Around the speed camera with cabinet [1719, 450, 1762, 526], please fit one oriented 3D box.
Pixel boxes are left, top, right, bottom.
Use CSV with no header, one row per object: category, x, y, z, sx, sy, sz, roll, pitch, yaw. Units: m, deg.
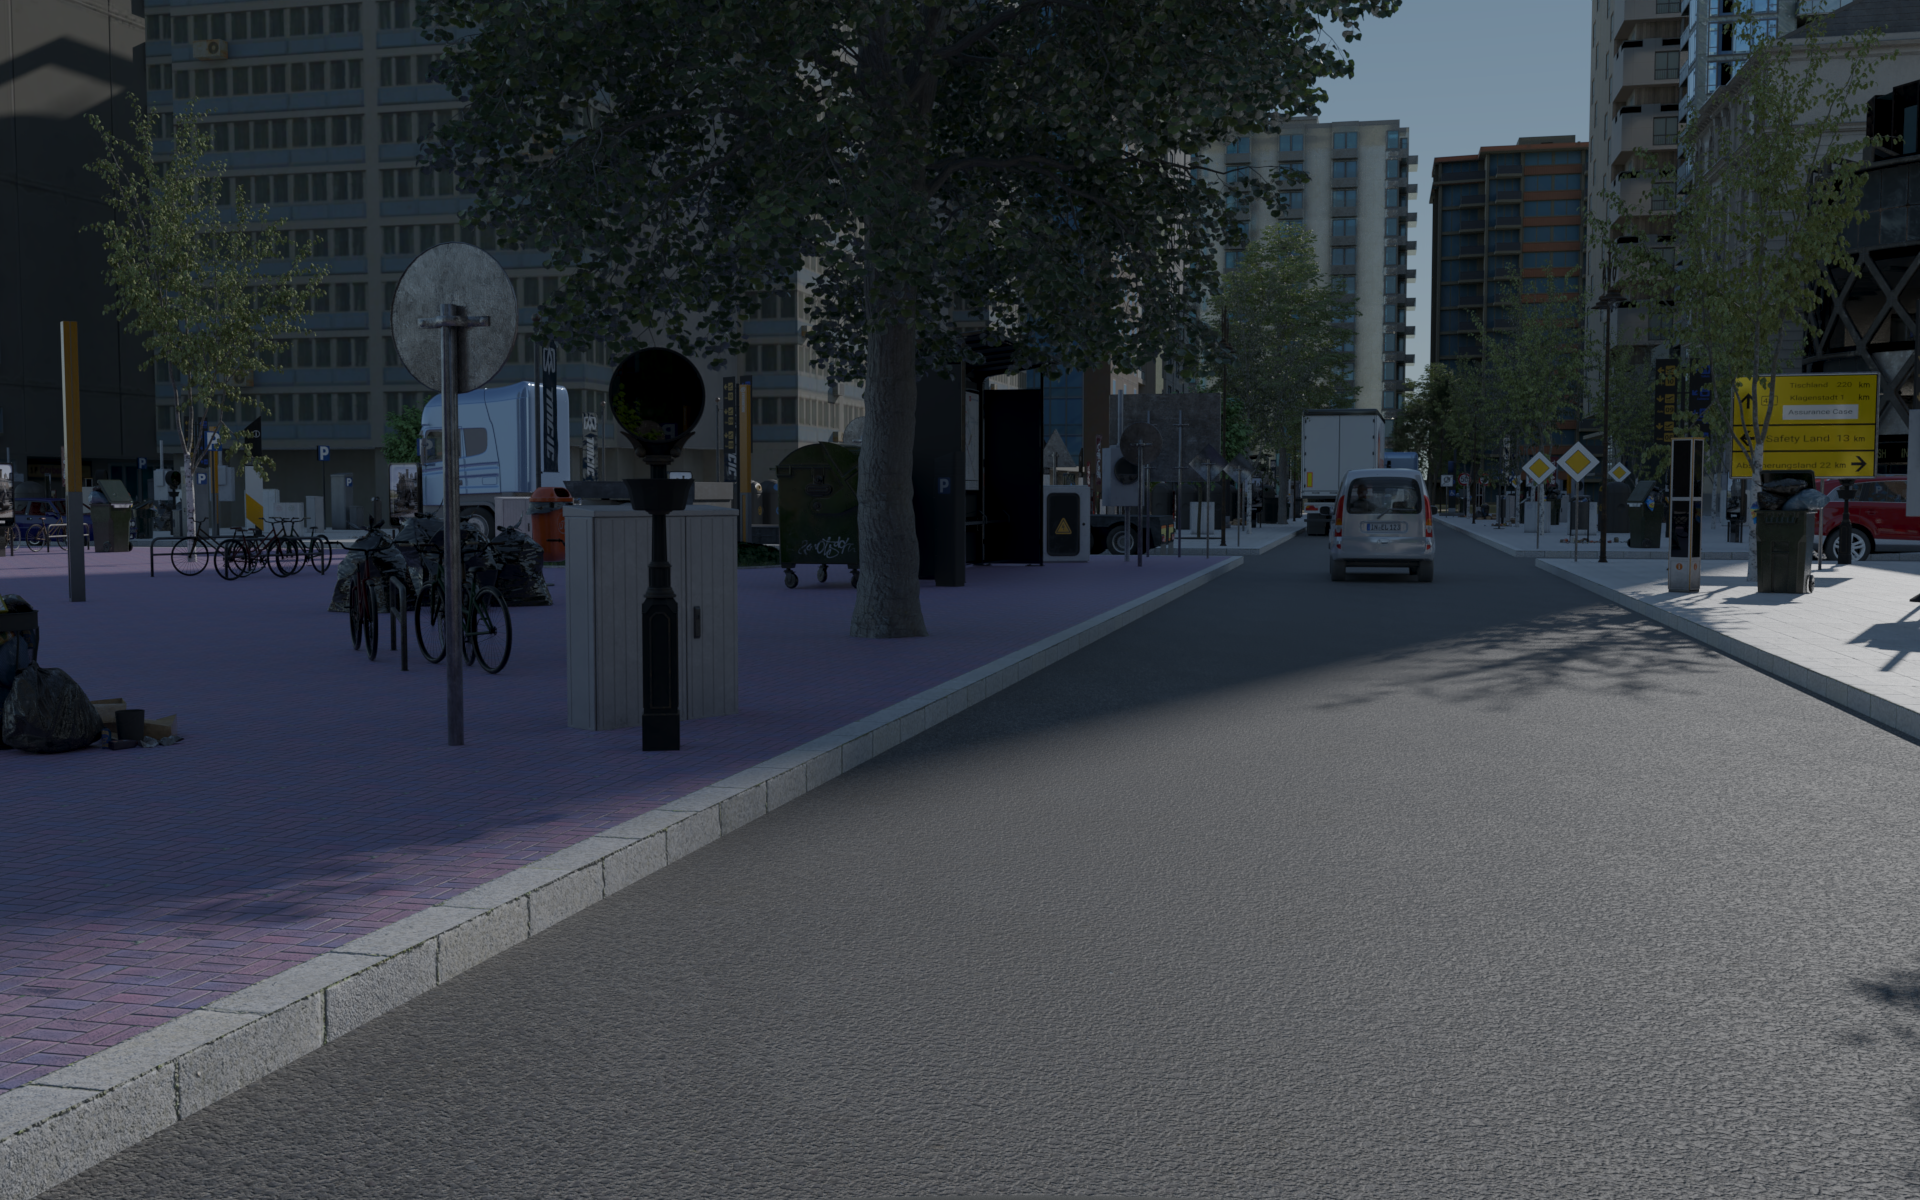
speed camera with cabinet,31.402,-4.577,69.175,2.038,3.252,0.660,-2,4,-24

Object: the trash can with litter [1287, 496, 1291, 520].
trash can with litter,15.961,-4.586,86.365,1.055,1.170,0.624,0,4,1

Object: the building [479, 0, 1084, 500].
building,-9.015,-25.444,107.894,32.217,40.220,23.993,1,4,13

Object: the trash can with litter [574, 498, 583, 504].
trash can with litter,-12.667,-2.928,58.935,2.233,1.210,1.678,-3,5,-42

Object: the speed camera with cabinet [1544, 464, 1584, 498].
speed camera with cabinet,32.914,-6.103,94.125,2.038,3.252,0.660,-1,4,-22

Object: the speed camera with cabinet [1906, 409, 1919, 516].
speed camera with cabinet,10.517,-1.392,17.091,0.660,3.252,2.038,-2,4,-32

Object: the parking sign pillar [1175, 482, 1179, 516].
parking sign pillar,13.256,-6.929,101.762,1.447,3.967,1.447,-1,4,-16

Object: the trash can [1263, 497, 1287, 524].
trash can,13.443,-3.855,74.685,0.748,1.137,0.748,0,3,0

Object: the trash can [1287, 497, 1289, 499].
trash can,14.723,-4.154,79.567,0.748,1.137,0.748,0,3,0

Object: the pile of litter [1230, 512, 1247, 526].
pile of litter,11.494,-3.478,70.830,1.176,0.858,1.719,2,4,29

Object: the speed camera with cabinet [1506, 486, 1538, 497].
speed camera with cabinet,33.142,-6.571,101.776,2.038,3.252,0.660,2,4,34

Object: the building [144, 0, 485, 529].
building,-16.860,-23.314,73.065,32.217,40.220,23.993,1,4,13

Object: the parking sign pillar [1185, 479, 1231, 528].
parking sign pillar,9.460,-4.682,65.022,1.447,3.967,1.447,2,4,25

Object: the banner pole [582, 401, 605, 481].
banner pole,-9.808,-3.465,46.671,0.863,3.779,0.401,-3,5,-40

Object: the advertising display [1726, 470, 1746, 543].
advertising display,20.504,-2.482,45.788,0.123,1.923,0.974,0,4,3

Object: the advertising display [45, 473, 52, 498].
advertising display,-28.007,-2.937,53.242,0.123,1.923,0.974,-2,4,-25

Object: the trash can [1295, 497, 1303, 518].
trash can,18.002,-4.949,92.566,0.748,1.137,0.748,0,3,0

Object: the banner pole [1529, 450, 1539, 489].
banner pole,32.474,-6.591,97.782,0.863,3.779,0.401,-1,4,-21

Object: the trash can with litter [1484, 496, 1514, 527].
trash can with litter,21.812,-3.553,69.151,1.678,1.210,2.233,1,4,23

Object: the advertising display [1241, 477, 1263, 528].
advertising display,11.070,-3.698,65.682,0.974,1.923,0.123,-2,4,-30

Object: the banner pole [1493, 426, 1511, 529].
banner pole,19.944,-4.497,63.549,0.863,3.779,0.401,-3,5,-41

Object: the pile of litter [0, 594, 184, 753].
pile of litter,-4.887,0.302,9.021,1.719,0.858,1.176,2,4,27

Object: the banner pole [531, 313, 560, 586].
banner pole,-5.815,-2.097,24.302,0.401,3.779,0.863,1,4,13

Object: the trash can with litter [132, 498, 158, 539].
trash can with litter,-23.434,-2.315,49.238,1.055,1.170,0.624,-3,5,-42

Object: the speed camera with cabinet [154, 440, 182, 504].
speed camera with cabinet,-28.704,-4.248,63.788,2.038,3.252,0.660,1,4,22

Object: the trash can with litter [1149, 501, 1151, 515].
trash can with litter,10.769,-5.253,97.270,1.055,1.170,0.624,3,4,36

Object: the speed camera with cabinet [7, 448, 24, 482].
speed camera with cabinet,-39.764,-4.839,73.455,2.038,3.252,0.660,2,4,33

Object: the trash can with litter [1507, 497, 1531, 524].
trash can with litter,24.150,-3.870,74.658,1.055,1.170,0.624,0,4,1

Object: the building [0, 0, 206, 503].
building,-51.053,-27.990,81.345,21.600,48.544,21.300,1,4,13

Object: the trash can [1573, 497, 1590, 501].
trash can,27.819,-4.032,77.571,0.748,1.137,0.748,0,3,0

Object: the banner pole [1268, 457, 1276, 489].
banner pole,19.816,-7.361,110.376,0.401,3.779,0.863,-3,5,-40

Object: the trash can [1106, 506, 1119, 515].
trash can,6.807,-4.016,77.311,0.748,1.137,0.748,0,3,0

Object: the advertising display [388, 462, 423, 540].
advertising display,-11.398,-1.860,35.630,0.974,1.923,0.123,3,4,36

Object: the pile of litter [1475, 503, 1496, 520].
pile of litter,26.451,-4.446,86.661,1.719,0.858,1.176,0,4,-2

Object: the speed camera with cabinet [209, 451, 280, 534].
speed camera with cabinet,-23.275,-3.793,56.351,2.038,3.252,0.660,-1,4,-11

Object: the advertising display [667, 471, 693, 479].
advertising display,-7.798,-2.627,48.161,0.123,1.923,0.974,2,4,33

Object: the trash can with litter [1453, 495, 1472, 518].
trash can with litter,28.042,-5.163,95.468,1.678,1.210,2.233,1,4,22

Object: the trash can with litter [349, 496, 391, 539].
trash can with litter,-17.184,-2.410,50.468,1.678,1.210,2.233,0,4,-5

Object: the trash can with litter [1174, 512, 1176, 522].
trash can with litter,9.885,-4.213,79.943,2.233,1.210,1.678,-2,4,-33

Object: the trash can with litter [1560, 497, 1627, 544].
trash can with litter,16.717,-2.110,45.561,2.233,1.210,1.678,-1,4,-10

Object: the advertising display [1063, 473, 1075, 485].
advertising display,3.390,-2.974,53.845,0.123,1.923,0.974,1,4,20

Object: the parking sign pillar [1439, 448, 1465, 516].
parking sign pillar,28.846,-6.912,101.480,1.447,3.967,1.447,1,4,15

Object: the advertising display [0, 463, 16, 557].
advertising display,-19.643,-1.839,35.278,0.123,1.923,0.974,1,4,10

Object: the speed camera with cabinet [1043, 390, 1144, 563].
speed camera with cabinet,2.412,-2.337,32.553,2.038,3.252,0.660,-1,4,-13

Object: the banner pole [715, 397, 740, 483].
banner pole,-6.056,-3.359,44.944,0.863,3.779,0.401,0,4,7
